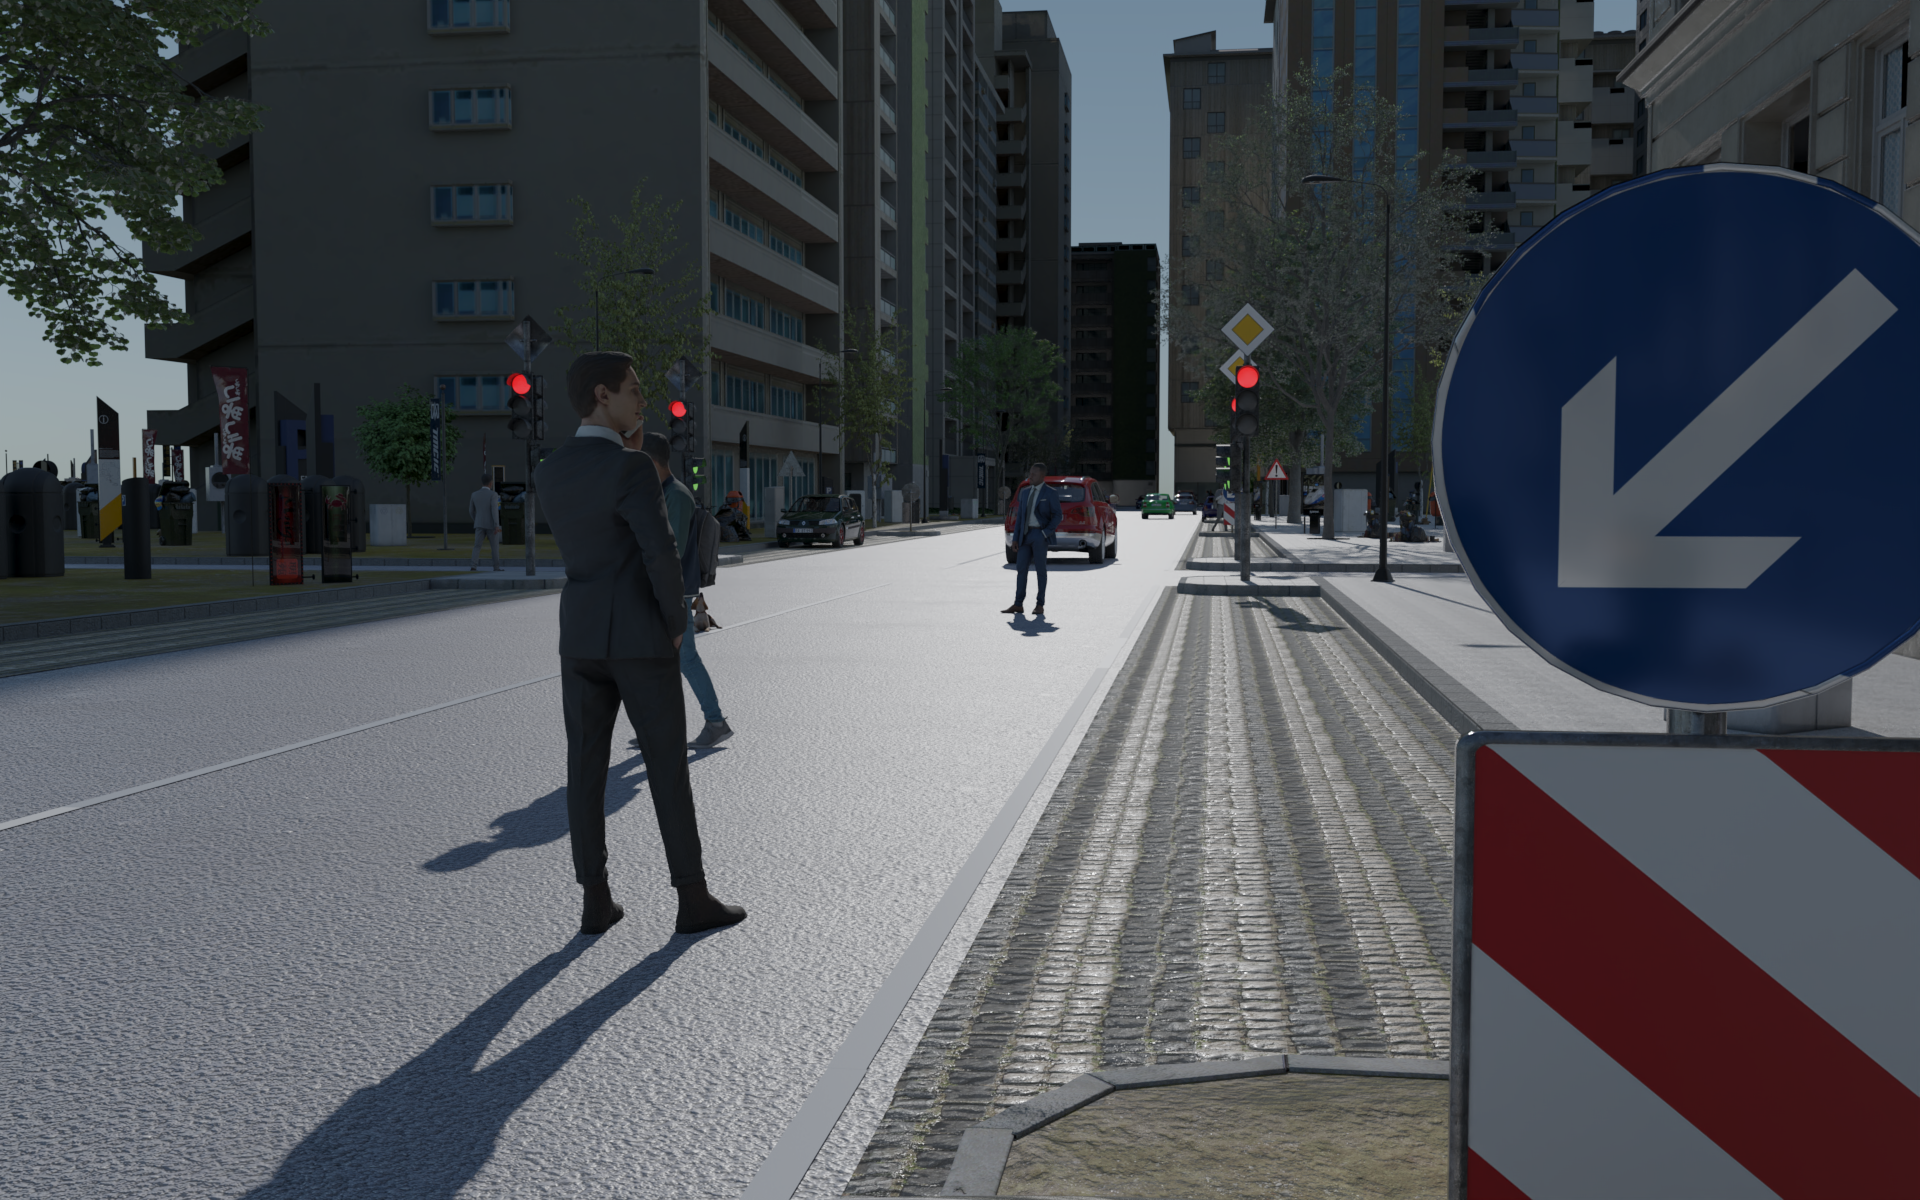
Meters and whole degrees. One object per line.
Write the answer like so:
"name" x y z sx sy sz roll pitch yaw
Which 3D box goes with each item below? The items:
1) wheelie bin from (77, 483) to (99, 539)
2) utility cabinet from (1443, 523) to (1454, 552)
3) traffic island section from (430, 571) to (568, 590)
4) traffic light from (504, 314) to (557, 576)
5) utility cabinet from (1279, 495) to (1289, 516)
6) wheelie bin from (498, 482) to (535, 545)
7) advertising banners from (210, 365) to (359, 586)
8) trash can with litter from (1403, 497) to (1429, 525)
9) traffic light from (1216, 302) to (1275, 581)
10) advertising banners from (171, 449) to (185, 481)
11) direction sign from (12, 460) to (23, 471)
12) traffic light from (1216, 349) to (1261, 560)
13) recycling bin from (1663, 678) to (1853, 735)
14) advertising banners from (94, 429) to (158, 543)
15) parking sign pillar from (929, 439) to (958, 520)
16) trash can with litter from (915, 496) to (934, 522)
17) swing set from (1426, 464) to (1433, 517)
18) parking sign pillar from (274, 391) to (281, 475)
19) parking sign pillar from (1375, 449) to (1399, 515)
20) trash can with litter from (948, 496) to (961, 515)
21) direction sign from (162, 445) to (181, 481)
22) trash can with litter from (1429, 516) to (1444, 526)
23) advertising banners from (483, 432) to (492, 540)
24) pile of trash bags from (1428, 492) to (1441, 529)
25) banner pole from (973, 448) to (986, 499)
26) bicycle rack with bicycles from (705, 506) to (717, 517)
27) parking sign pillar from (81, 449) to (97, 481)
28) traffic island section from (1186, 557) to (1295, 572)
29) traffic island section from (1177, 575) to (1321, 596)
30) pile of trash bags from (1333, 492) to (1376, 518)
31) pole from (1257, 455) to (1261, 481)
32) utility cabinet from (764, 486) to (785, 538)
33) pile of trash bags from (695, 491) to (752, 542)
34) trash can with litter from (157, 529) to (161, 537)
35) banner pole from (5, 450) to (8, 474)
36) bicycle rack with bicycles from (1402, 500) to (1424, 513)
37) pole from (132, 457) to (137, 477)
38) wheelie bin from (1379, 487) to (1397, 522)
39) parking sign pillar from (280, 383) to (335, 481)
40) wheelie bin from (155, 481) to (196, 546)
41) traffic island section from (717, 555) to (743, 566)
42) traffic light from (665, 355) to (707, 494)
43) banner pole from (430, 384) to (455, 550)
"wheelie bin" -24.971 -2.570 49.921 0.980 1.594 0.693 2 4 27
"utility cabinet" 11.262 -1.665 38.388 1.020 1.237 0.306 0 4 5
"traffic island section" -6.777 -0.305 27.269 2.009 0.180 2.903 1 4 8
"traffic light" -6.739 -2.337 27.129 0.839 4.253 0.868 1 4 8
"utility cabinet" 19.067 -5.469 100.584 1.020 1.237 0.306 1 4 15
"wheelie bin" -11.268 -2.201 43.896 0.980 1.594 0.693 0 4 -5
"advertising banners" -9.483 -1.724 24.377 0.090 3.025 2.074 3 5 43
"trash can with litter" 19.137 -3.734 72.441 1.055 1.170 0.624 -1 4 -17
"traffic light" 4.207 -2.240 25.543 0.839 4.253 0.868 1 4 8
"advertising banners" -29.776 -4.368 67.598 2.074 3.025 0.090 0 4 7
"direction sign" -62.707 -7.545 115.361 0.876 3.537 0.379 1 4 17
"traffic light" 5.368 -2.723 33.443 0.839 4.253 0.868 1 4 8
"recycling bin" 4.455 0.177 9.664 0.722 1.027 0.722 -2 4 -30
"advertising banners" -22.016 -3.036 45.819 0.090 3.025 2.074 1 4 22
"parking sign pillar" -0.800 -5.943 85.633 1.447 3.967 1.447 0 4 1
"trash can with litter" -1.907 -4.309 81.516 1.678 1.210 2.233 0 4 -5
"swing set" 25.059 -5.413 86.128 3.119 2.851 2.862 0 4 2
"parking sign pillar" -17.347 -3.500 45.702 1.447 3.967 1.447 3 5 39
"parking sign pillar" 25.714 -7.085 104.313 1.447 3.967 1.447 -3 5 -43
"trash can with litter" -0.245 -5.757 105.189 2.233 1.210 1.678 0 4 -7
"direction sign" -35.596 -5.279 78.312 0.379 3.537 0.876 2 4 35
"trash can with litter" 19.536 -3.608 70.380 0.624 1.170 1.055 1 4 21
"advertising banners" -13.221 -3.201 48.523 0.090 3.025 2.074 -1 4 -20
"pile of trash bags" 18.983 -3.303 63.750 3.447 1.369 1.912 2 4 25
"banner pole" 0.992 -6.321 93.363 0.863 3.779 0.401 1 4 15
"bicycle rack with bicycles" -7.679 -2.368 52.096 2.925 0.926 2.852 2 4 31
"parking sign pillar" -52.268 -7.066 103.996 1.447 3.967 1.447 0 4 -2
"traffic island section" 5.406 -0.689 33.552 2.009 0.180 2.903 1 4 8
"traffic island section" 4.245 -0.206 25.651 2.009 0.180 2.903 1 4 8
"pile of trash bags" 19.805 -4.679 86.256 1.912 1.369 3.447 0 4 -6
"pole" 15.505 -5.878 89.953 0.158 3.312 0.155 0 3 0
"utility cabinet" -5.418 -2.555 50.451 0.318 1.500 1.173 -1 4 -21
"pile of trash bags" -6.595 -2.306 47.464 1.912 1.369 3.447 1 4 9
"trash can with litter" -23.316 -2.426 51.057 1.055 1.170 0.624 2 4 32
"banner pole" -53.943 -6.609 98.068 0.401 3.779 0.863 -2 4 -26
"bicycle rack with bicycles" 26.726 -5.279 99.693 2.852 0.926 2.925 1 4 19
"pole" -45.731 -6.249 96.019 0.158 3.312 0.155 0 3 0
"wheelie bin" 19.832 -4.430 80.334 0.693 1.594 0.980 -1 4 -11
"parking sign pillar" -15.788 -3.318 42.717 1.447 3.967 1.447 -2 4 -30
"wheelie bin" -19.441 -2.148 43.035 0.693 1.594 0.980 3 4 37
"traffic island section" -5.617 -0.788 35.170 2.009 0.180 2.903 1 4 8
"traffic light" -5.579 -2.820 35.030 0.839 4.253 0.868 1 4 8
"banner pole" -11.951 -3.042 39.761 0.401 3.779 0.863 -3 5 -44
